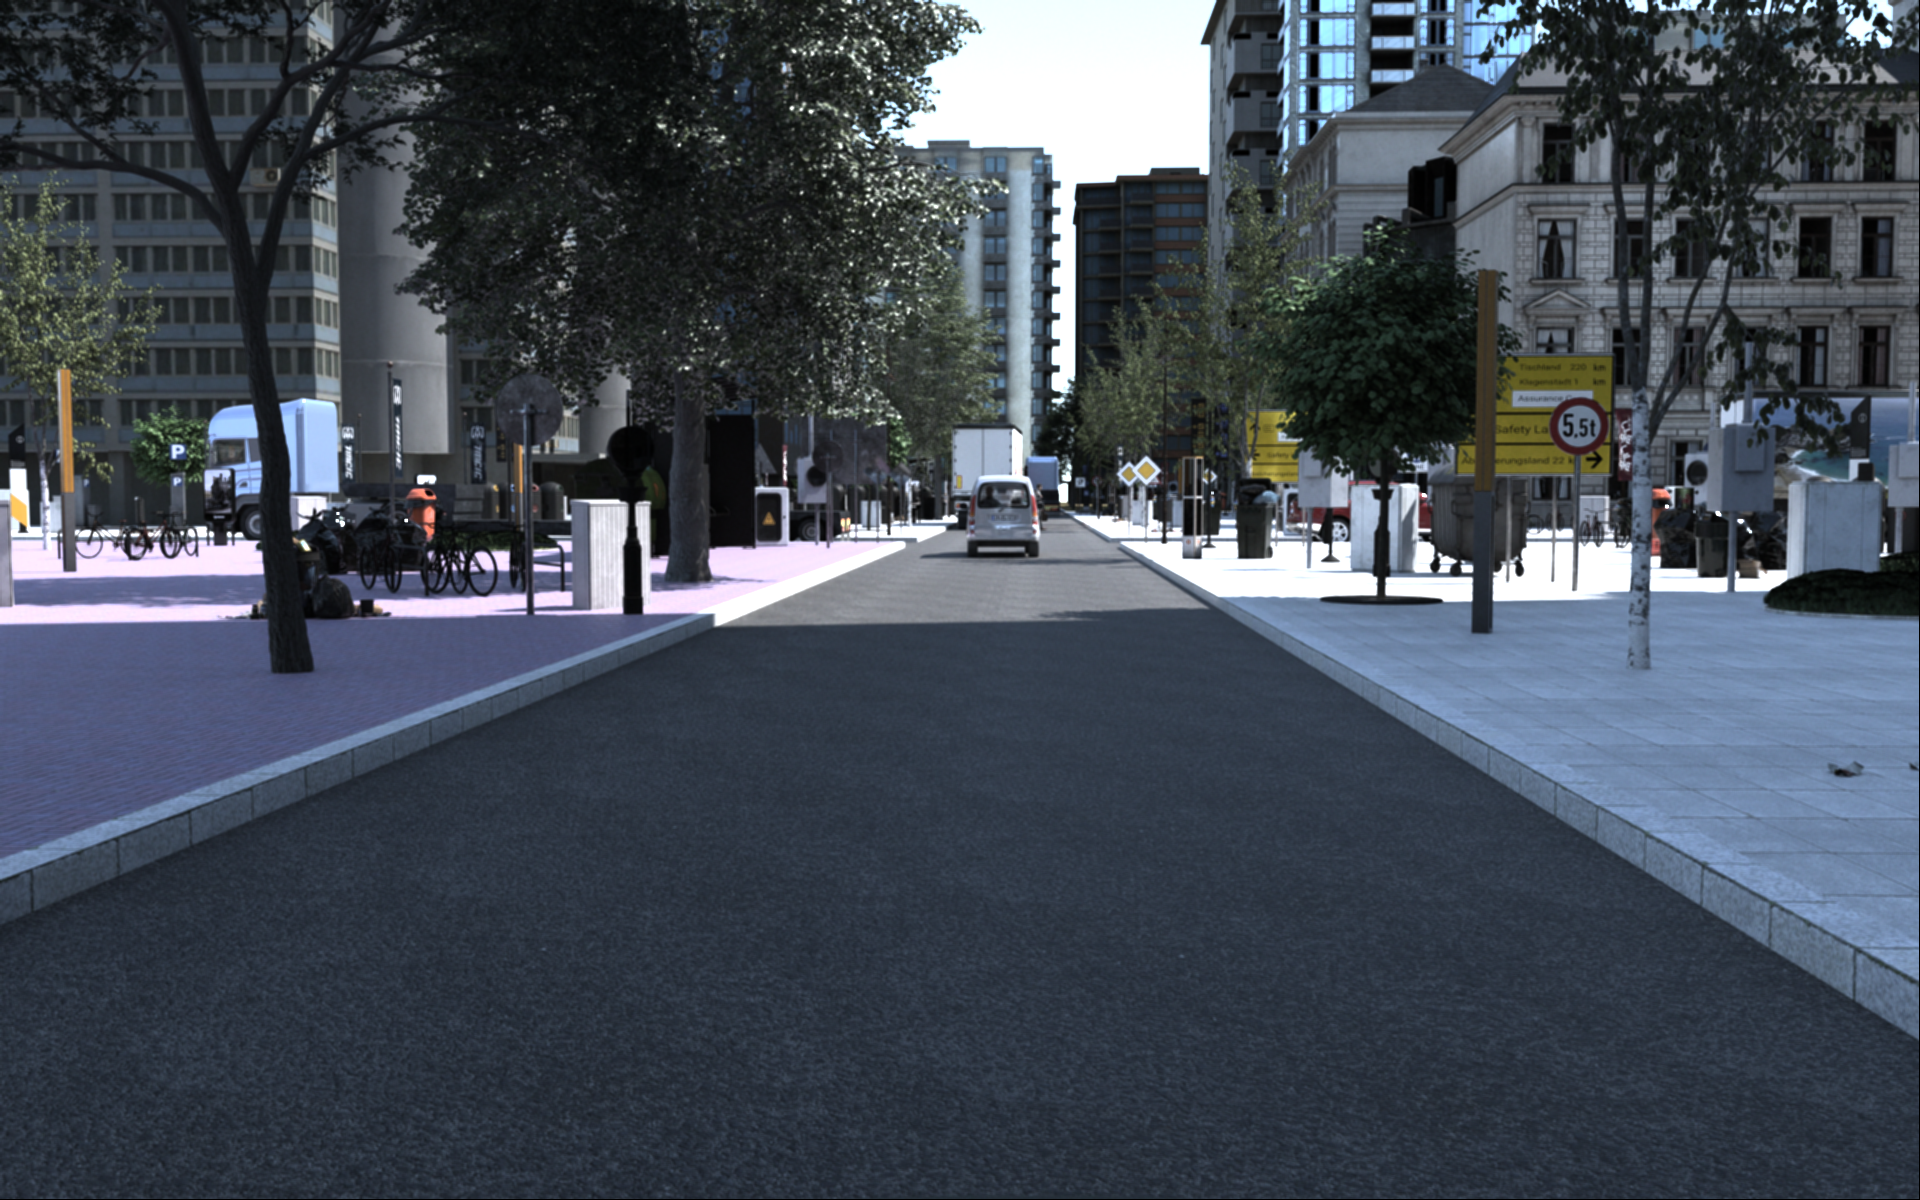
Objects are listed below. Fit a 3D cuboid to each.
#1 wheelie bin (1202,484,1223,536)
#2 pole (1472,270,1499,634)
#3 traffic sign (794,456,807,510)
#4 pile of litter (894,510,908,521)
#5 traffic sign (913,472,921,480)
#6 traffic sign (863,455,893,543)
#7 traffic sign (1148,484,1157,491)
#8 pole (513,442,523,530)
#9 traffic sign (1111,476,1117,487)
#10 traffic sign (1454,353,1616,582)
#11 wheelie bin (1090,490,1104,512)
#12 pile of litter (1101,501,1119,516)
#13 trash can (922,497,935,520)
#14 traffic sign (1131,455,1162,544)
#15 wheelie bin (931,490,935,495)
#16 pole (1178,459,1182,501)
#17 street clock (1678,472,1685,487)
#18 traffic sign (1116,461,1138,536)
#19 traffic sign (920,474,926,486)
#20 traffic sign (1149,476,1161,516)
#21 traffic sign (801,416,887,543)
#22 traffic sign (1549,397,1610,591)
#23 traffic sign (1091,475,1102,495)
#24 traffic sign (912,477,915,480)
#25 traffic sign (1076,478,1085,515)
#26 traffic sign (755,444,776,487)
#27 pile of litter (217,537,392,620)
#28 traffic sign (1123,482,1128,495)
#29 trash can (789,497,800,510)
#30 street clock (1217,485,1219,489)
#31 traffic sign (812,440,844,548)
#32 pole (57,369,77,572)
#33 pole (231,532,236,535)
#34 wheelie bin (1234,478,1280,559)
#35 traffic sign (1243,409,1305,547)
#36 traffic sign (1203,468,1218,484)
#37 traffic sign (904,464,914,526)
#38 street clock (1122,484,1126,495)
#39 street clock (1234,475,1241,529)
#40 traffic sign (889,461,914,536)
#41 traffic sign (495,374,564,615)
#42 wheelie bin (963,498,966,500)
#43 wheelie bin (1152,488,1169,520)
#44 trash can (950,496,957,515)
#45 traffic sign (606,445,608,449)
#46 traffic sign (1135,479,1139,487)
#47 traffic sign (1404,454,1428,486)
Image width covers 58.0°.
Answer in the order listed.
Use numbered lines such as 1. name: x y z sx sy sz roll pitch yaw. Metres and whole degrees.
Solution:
1. wheelie bin: 7.725 -2.805 53.769 0.693 1.594 0.980 -2 4 -24
2. pole: 4.828 -1.350 15.917 0.158 3.312 0.155 0 3 0
3. traffic sign: -5.024 -3.433 56.232 0.768 2.556 0.104 0 4 7
4. pile of litter: -2.694 -4.159 81.964 1.176 0.858 1.719 1 4 18
5. traffic sign: -2.584 -6.050 99.023 0.768 2.556 0.104 1 4 12
6. traffic sign: -2.135 -2.529 44.993 0.795 2.450 0.064 0 4 2
7. traffic sign: 12.217 -6.604 110.112 0.606 2.300 0.079 1 4 9
8. pole: -10.524 -2.900 41.255 0.158 3.312 0.155 0 3 0
9. traffic sign: 10.860 -7.416 121.349 0.768 2.556 0.104 1 4 10
10. traffic sign: 8.296 -1.909 25.079 2.265 3.308 0.079 0 4 3
11. wheelie bin: 9.683 -7.007 122.471 0.980 1.594 0.693 -1 4 -9
12. pile of litter: 8.938 -5.285 100.367 1.719 0.858 1.176 -1 4 -13
13. trash can: -1.524 -4.555 86.120 0.748 1.137 0.748 0 3 0
14. traffic sign: 4.802 -2.510 44.682 0.795 2.450 0.064 0 4 2
15. wheelie bin: -2.035 -6.849 119.890 0.693 1.594 0.980 -1 4 -12
16. pole: 12.776 -6.521 100.454 0.158 3.312 0.155 0 3 0
17. street clock: 24.108 -3.242 57.583 0.471 2.002 0.358 2 4 27
18. traffic sign: 5.137 -2.998 52.660 0.795 2.450 0.064 0 4 2
19. traffic sign: -2.467 -6.645 108.759 0.768 2.556 0.104 0 4 5
20. traffic sign: 10.419 -5.710 93.369 0.884 2.594 0.081 0 4 4
21. traffic sign: -3.054 -3.157 45.483 2.265 3.308 0.079 0 4 4
22. traffic sign: 8.109 -1.386 22.764 0.768 2.556 0.104 0 4 7
23. traffic sign: 9.352 -7.222 118.182 0.768 2.556 0.104 1 4 10
24. traffic sign: -2.681 -5.515 90.175 0.884 2.594 0.081 0 4 7
25. traffic sign: 7.435 -6.414 107.001 0.606 2.300 0.079 0 4 3
26. traffic sign: -5.162 -2.729 44.615 0.884 2.594 0.081 1 4 9
27. pile of litter: -6.876 -0.257 18.165 1.719 0.858 1.176 1 4 16
28. traffic sign: 9.248 -5.867 96.025 0.768 2.556 0.104 1 4 9
29. trash can: -8.543 -4.634 87.425 0.748 1.137 0.748 0 3 0
30. street clock: 18.022 -7.156 121.575 0.358 2.002 0.471 0 4 -2
31. traffic sign: -3.116 -2.494 40.880 0.768 2.556 0.104 0 4 5
32. pole: -14.653 -2.114 28.414 0.158 3.312 0.155 0 3 0
33. pole: -22.883 -3.707 54.456 0.158 3.312 0.155 0 3 0
34. wheelie bin: 5.873 -1.620 34.393 0.980 1.594 0.693 2 4 25
35. traffic sign: 7.951 -2.921 41.626 2.265 3.308 0.079 0 4 6
36. traffic sign: 10.739 -4.510 74.922 0.795 2.450 0.064 1 4 11
37. traffic sign: -2.241 -4.311 70.598 0.768 2.556 0.104 0 4 4
38. street clock: 10.516 -6.417 109.481 0.471 2.002 0.358 -1 4 -20
39. street clock: 10.336 -3.649 64.233 0.358 2.002 0.471 0 4 3
40. traffic sign: -1.800 -3.017 52.971 0.795 2.450 0.064 0 4 2
41. traffic sign: -4.575 -1.117 18.372 0.768 2.556 0.104 1 4 9
42. wheelie bin: 0.468 -7.145 124.736 0.693 1.594 0.980 0 4 5
43. wheelie bin: 9.896 -4.730 85.238 0.693 1.594 0.980 2 4 35
44. trash can: -0.492 -5.681 104.542 0.748 1.137 0.748 0 3 0
45. traffic sign: -7.373 -2.305 37.796 0.768 2.556 0.104 1 4 11
46. traffic sign: 12.444 -7.227 119.346 0.795 2.450 0.064 1 4 9
47. traffic sign: 8.817 -1.919 33.502 0.606 2.300 0.079 1 4 11
